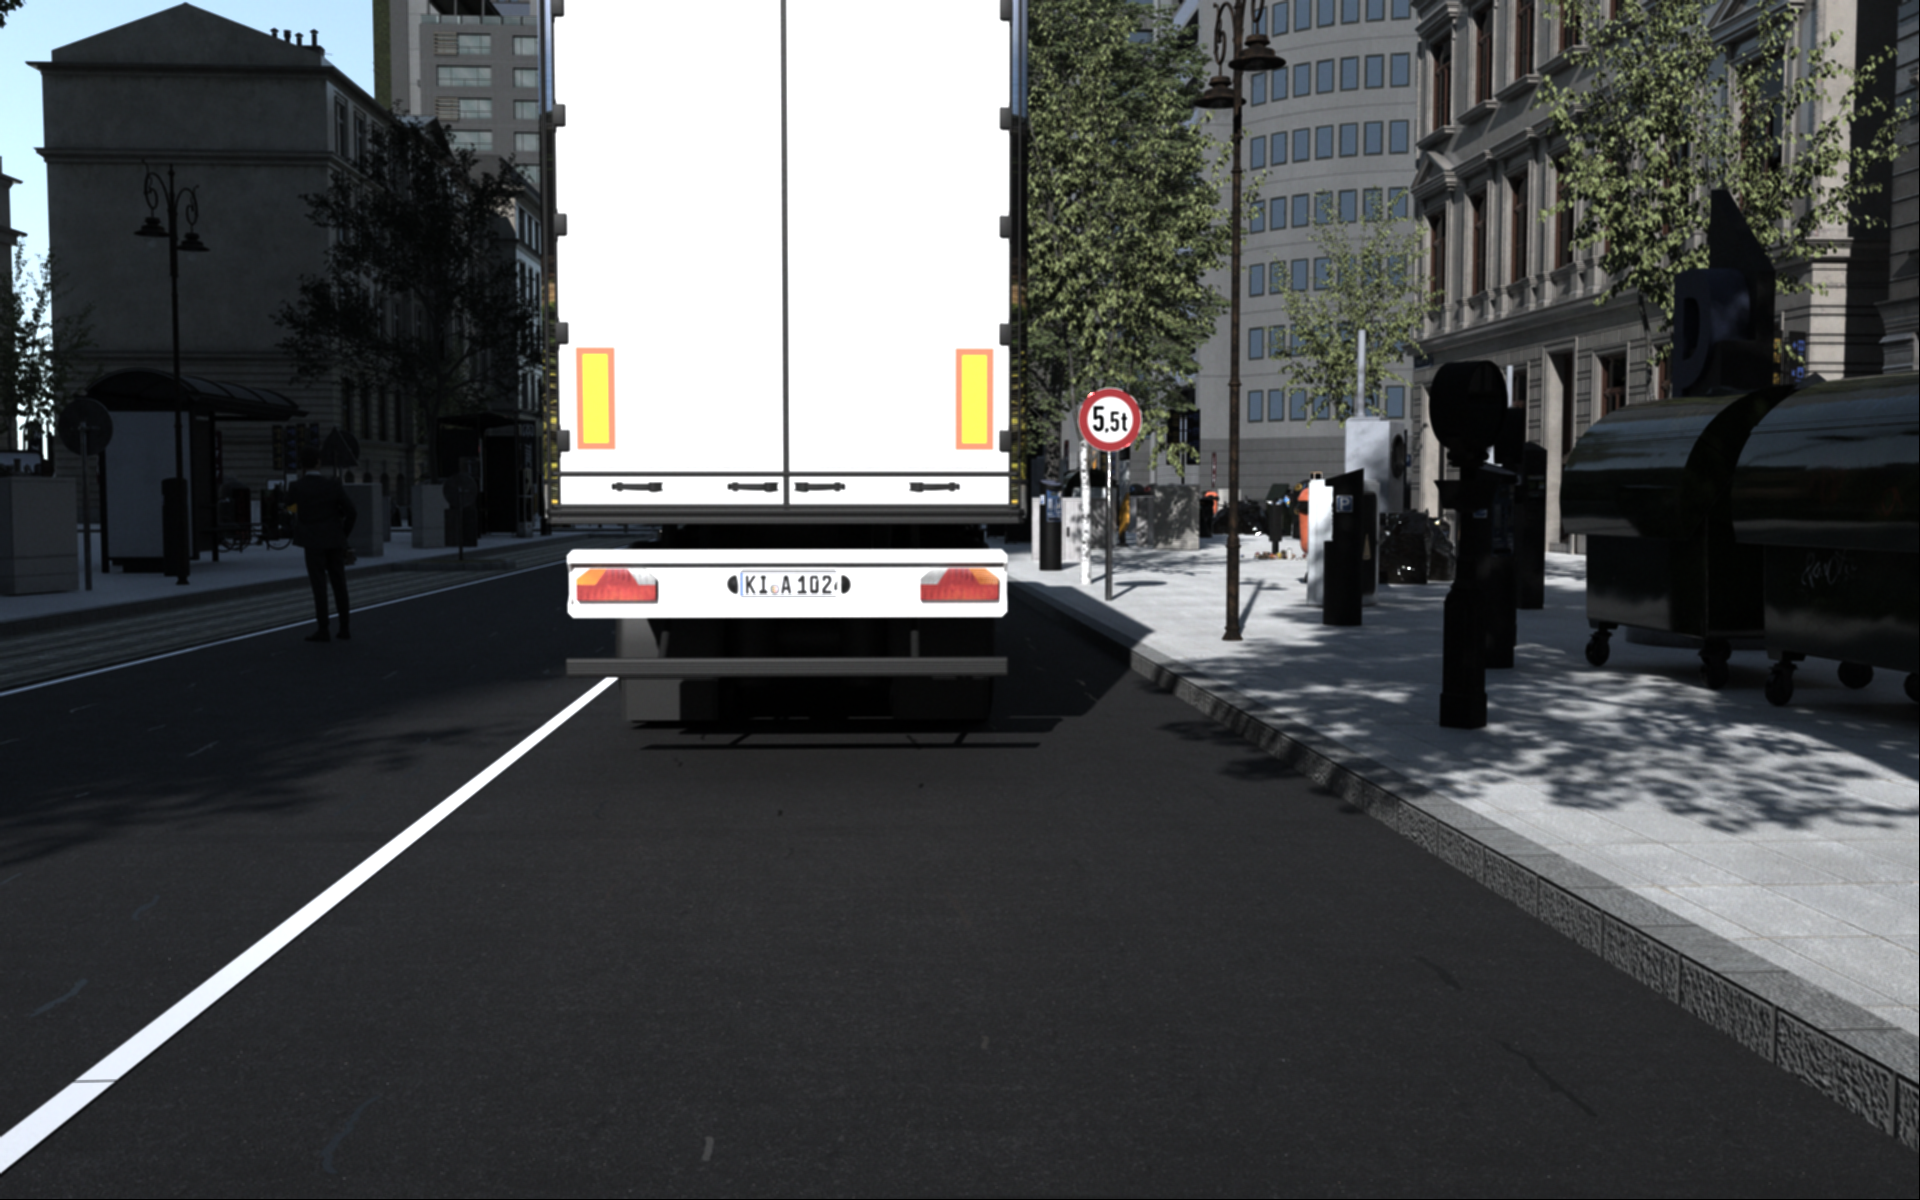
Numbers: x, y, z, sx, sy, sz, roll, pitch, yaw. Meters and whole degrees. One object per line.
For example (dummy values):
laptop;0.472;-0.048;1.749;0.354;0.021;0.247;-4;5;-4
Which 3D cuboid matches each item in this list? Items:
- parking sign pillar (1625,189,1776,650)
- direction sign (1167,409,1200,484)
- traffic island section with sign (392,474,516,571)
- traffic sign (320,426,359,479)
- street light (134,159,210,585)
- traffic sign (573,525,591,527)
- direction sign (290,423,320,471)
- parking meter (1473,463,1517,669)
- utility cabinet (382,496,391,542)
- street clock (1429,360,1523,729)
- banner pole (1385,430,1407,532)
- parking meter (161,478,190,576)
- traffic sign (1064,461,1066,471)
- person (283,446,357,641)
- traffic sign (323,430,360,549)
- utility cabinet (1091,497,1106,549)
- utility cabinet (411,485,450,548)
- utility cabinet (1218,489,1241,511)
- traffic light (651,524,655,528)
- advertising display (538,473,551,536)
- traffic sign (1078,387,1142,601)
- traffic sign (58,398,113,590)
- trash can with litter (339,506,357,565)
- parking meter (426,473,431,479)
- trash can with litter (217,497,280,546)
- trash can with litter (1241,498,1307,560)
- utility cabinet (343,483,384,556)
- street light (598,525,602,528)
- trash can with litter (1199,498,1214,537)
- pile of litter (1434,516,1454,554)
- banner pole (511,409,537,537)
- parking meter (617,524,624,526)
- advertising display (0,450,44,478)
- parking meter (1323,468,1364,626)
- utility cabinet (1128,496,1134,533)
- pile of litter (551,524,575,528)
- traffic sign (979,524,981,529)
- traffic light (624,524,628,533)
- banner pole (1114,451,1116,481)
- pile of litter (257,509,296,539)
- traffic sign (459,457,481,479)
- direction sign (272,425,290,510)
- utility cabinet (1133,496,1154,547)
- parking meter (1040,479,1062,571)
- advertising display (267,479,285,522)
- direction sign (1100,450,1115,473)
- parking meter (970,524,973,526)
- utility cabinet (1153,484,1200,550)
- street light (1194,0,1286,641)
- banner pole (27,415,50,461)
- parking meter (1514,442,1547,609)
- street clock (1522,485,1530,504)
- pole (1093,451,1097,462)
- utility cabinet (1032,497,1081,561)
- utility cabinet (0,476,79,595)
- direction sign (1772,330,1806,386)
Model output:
parking sign pillar;6.504;-1.611;14.807;1.447;3.967;1.447;0;4;7
direction sign;5.947;-3.315;46.193;0.876;3.537;0.379;1;4;9
traffic island section with sign;-9.535;-1.482;32.864;1.989;1.847;2.006;0;4;-4
traffic sign;-12.009;-2.038;33.326;0.884;2.594;0.081;0;4;-1
street light;-11.024;-3.156;24.382;0.468;5.910;1.993;0;4;-4
traffic sign;-14.892;-4.540;68.099;2.265;3.308;0.079;0;4;3
direction sign;-20.837;-3.878;55.409;0.876;3.537;0.379;1;4;21
parking meter;3.927;-0.271;12.850;0.372;1.533;0.369;0;3;0
utility cabinet;-15.847;-2.164;46.535;1.020;1.237;0.306;-1;4;-10
street clock;2.778;-0.302;9.501;0.358;2.002;0.471;3;5;44
banner pole;14.847;-4.229;59.160;0.863;3.779;0.401;0;4;5
parking meter;-12.266;-1.142;27.086;0.372;1.533;0.369;0;3;0
traffic sign;2.943;-3.106;52.918;0.606;2.300;0.079;0;4;4
person;-6.280;-0.557;16.976;0.648;1.900;0.474;-3;5;-43
traffic sign;-12.333;-2.106;34.535;0.768;2.556;0.104;0;4;4
utility cabinet;2.978;-1.796;40.526;1.020;1.237;0.306;-3;5;-43
utility cabinet;-12.605;-1.990;41.218;0.318;1.500;1.173;1;4;15
utility cabinet;11.617;-4.035;74.655;1.173;1.500;0.318;-3;5;-42
traffic light;-11.587;-4.675;65.350;0.839;4.253;0.868;0;4;-4
advertising display;-12.834;-2.962;53.635;0.123;1.923;0.974;0;4;5
traffic sign;1.792;-1.265;20.795;0.768;2.556;0.104;0;4;-2
traffic sign;-11.642;-1.404;23.063;0.768;2.556;0.104;0;4;5
trash can with litter;-11.253;-1.200;31.014;0.624;1.170;1.055;0;4;2
parking meter;-14.833;-2.625;48.635;0.255;1.863;0.399;-1;4;-9
trash can with litter;-18.134;-1.976;43.359;2.233;1.210;1.678;1;4;18
trash can with litter;6.494;-1.450;34.767;1.678;1.210;2.233;1;4;18
utility cabinet;-12.365;-1.637;35.451;1.173;1.500;0.318;2;4;27
street light;-13.676;-5.678;65.615;0.468;5.910;1.993;0;4;-4
trash can with litter;7.199;-2.441;51.297;0.624;1.170;1.055;0;4;5
pile of litter;9.483;-1.199;33.566;1.176;0.858;1.719;0;4;2
banner pole;-12.960;-3.758;51.457;0.863;3.779;0.401;-3;4;-38
parking meter;-13.718;-3.942;70.170;0.399;1.863;0.255;1;4;8
advertising display;-13.827;-1.221;25.180;0.123;1.923;0.974;3;5;40
parking meter;3.754;-0.523;16.959;0.372;1.533;0.369;0;3;0
utility cabinet;5.994;-2.797;56.894;1.020;1.237;0.306;3;5;44
pile of litter;-15.179;-3.161;65.643;1.176;0.858;1.719;-1;4;-12
traffic sign;0.627;-3.328;54.511;0.768;2.556;0.104;0;4;3
traffic light;-11.074;-4.187;57.382;0.839;4.253;0.868;0;4;-4
banner pole;6.814;-5.407;78.417;0.863;3.779;0.401;-1;4;-20
pile of litter;-19.370;-2.205;50.024;1.719;0.858;1.176;1;4;13
traffic sign;-13.457;-2.781;47.597;0.606;2.300;0.079;0;4;3
direction sign;-22.256;-3.983;57.121;0.379;3.537;0.876;2;4;32
utility cabinet;4.586;-1.937;42.831;0.306;1.237;1.020;1;4;16
parking meter;1.526;-1.268;29.135;0.372;1.533;0.369;0;3;0
advertising display;-29.017;-4.194;73.786;0.974;1.923;0.123;0;4;0
direction sign;6.270;-4.994;73.645;0.876;3.537;0.379;-3;5;-41
parking meter;0.337;-2.933;56.365;0.372;1.533;0.369;0;3;0
utility cabinet;4.947;-1.896;39.673;0.318;1.500;1.173;-3;4;-39
street light;2.394;-2.585;15.046;0.468;5.910;1.993;0;4;-4
banner pole;-28.528;-3.901;53.799;0.401;3.779;0.863;3;5;40
parking meter;6.350;-0.834;19.345;0.255;1.863;0.399;0;4;-6
street clock;4.611;-0.613;14.599;0.358;2.002;0.471;1;4;19
pole;6.371;-5.390;81.963;0.158;3.312;0.155;0;3;0
utility cabinet;1.897;-1.365;33.477;1.020;1.237;0.306;0;4;3
utility cabinet;-11.894;-0.832;22.274;0.318;1.500;1.173;1;4;11
direction sign;11.431;-1.962;24.073;0.876;3.537;0.379;-2;4;-31
